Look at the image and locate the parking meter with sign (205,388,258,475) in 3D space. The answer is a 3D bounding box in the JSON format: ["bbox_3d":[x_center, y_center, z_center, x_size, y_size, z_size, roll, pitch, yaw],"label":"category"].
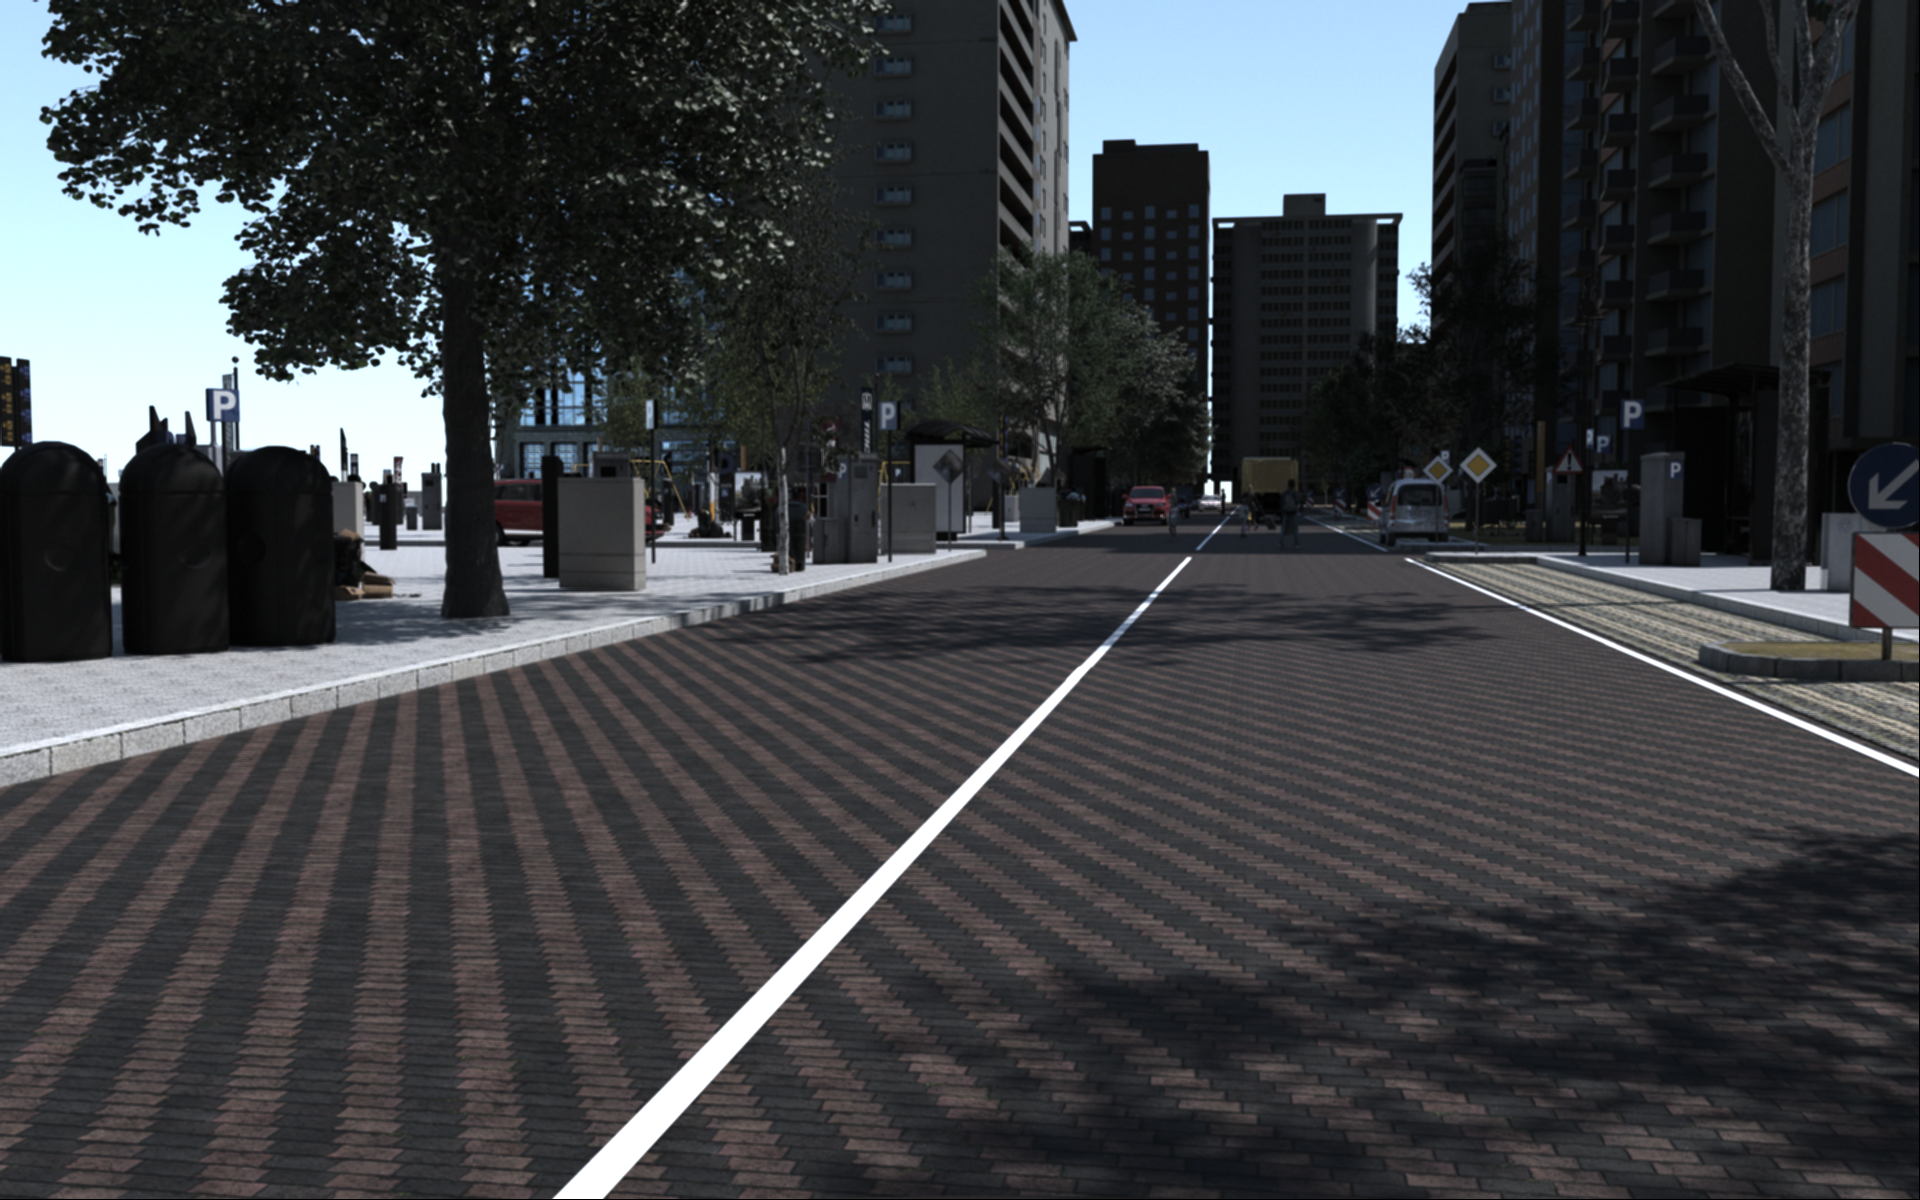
[{"bbox_3d":[-11.542,-1.954,28.208,1.738,3.016,0.543,3,4,38],"label":"parking meter with sign"}]

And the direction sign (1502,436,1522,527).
[{"bbox_3d":[21.479,-4.615,67.446,0.379,3.537,0.876,-2,4,-35],"label":"direction sign"}]

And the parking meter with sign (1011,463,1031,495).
[{"bbox_3d":[3.633,-6.082,95.700,0.543,3.016,1.738,-3,5,-42],"label":"parking meter with sign"}]

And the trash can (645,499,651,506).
[{"bbox_3d":[-8.979,-2.240,48.278,0.748,1.137,0.748,0,3,0],"label":"trash can"}]

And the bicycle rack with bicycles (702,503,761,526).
[{"bbox_3d":[-9.402,-3.558,71.558,2.852,0.926,2.925,-1,4,-17],"label":"bicycle rack with bicycles"}]

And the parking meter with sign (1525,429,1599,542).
[{"bbox_3d":[16.043,-3.061,46.303,1.738,3.016,0.543,0,4,-8],"label":"parking meter with sign"}]

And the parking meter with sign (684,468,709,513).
[{"bbox_3d":[-17.441,-7.292,115.490,1.738,3.016,0.543,1,4,9],"label":"parking meter with sign"}]

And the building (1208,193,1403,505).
[{"bbox_3d":[44.812,-32.716,226.793,23.993,40.220,32.217,1,4,9],"label":"building"}]

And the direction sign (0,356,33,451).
[{"bbox_3d":[-15.697,-2.254,28.843,0.379,3.537,0.876,0,4,2],"label":"direction sign"}]

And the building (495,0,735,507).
[{"bbox_3d":[-32.860,-53.106,180.952,31.000,86.520,22.319,1,4,9],"label":"building"}]

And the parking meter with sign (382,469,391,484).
[{"bbox_3d":[-40.506,-7.704,122.222,0.543,3.016,1.738,-2,4,-26],"label":"parking meter with sign"}]

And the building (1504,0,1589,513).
[{"bbox_3d":[46.955,-28.892,122.497,14.600,45.320,14.200,1,4,9],"label":"building"}]

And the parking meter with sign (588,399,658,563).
[{"bbox_3d":[-6.432,-2.167,31.690,1.738,3.016,0.543,-2,4,-25],"label":"parking meter with sign"}]

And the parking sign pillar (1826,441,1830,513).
[{"bbox_3d":[25.636,-3.874,51.814,1.447,3.967,1.447,2,4,35],"label":"parking sign pillar"}]

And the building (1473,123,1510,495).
[{"bbox_3d":[49.208,-22.336,136.898,14.160,30.474,14.107,1,4,9],"label":"building"}]

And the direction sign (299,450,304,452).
[{"bbox_3d":[-33.567,-5.952,89.312,0.876,3.537,0.379,-2,4,-23],"label":"direction sign"}]

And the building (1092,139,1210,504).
[{"bbox_3d":[24.555,-34.935,221.301,14.200,45.320,14.600,1,4,9],"label":"building"}]

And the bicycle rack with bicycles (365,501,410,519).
[{"bbox_3d":[-29.186,-4.582,88.293,2.852,0.926,2.925,0,4,4],"label":"bicycle rack with bicycles"}]

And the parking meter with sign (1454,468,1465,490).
[{"bbox_3d":[32.831,-7.302,115.649,1.738,3.016,0.543,-2,4,-27],"label":"parking meter with sign"}]

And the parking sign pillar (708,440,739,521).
[{"bbox_3d":[-11.193,-5.709,81.806,1.447,3.967,1.447,-2,4,-28],"label":"parking sign pillar"}]

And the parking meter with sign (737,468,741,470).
[{"bbox_3d":[-14.942,-7.307,115.733,0.543,3.016,1.738,-1,4,-14],"label":"parking meter with sign"}]

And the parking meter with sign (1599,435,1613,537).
[{"bbox_3d":[19.713,-3.395,51.767,1.738,3.016,0.543,-2,4,-35],"label":"parking meter with sign"}]

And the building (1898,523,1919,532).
[{"bbox_3d":[43.012,-24.758,59.422,28.867,44.769,22.147,1,4,9],"label":"building"}]

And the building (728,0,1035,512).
[{"bbox_3d":[-6.106,-31.215,134.074,21.300,48.544,21.600,1,4,9],"label":"building"}]

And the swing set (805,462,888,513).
[{"bbox_3d":[-4.676,-3.846,60.509,3.119,2.851,2.862,2,4,29],"label":"swing set"}]

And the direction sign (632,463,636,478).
[{"bbox_3d":[-23.644,-8.177,125.687,0.379,3.537,0.876,-2,4,-26],"label":"direction sign"}]

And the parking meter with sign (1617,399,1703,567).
[{"bbox_3d":[12.660,-2.141,31.267,0.543,3.016,1.738,-1,4,-20],"label":"parking meter with sign"}]

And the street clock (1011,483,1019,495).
[{"bbox_3d":[3.727,-6.890,117.215,0.471,2.002,0.358,-3,4,-37],"label":"street clock"}]

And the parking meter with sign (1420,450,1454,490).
[{"bbox_3d":[18.629,-4.431,68.704,1.738,3.016,0.543,-2,4,-27],"label":"parking meter with sign"}]

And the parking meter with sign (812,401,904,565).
[{"bbox_3d":[-1.932,-2.185,31.992,1.738,3.016,0.543,-3,5,-42],"label":"parking meter with sign"}]

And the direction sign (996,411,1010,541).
[{"bbox_3d":[1.196,-3.417,47.868,0.379,3.537,0.876,1,4,17],"label":"direction sign"}]

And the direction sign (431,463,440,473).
[{"bbox_3d":[-37.939,-8.160,125.420,0.379,3.537,0.876,2,4,27],"label":"direction sign"}]

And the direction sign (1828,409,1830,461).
[{"bbox_3d":[23.189,-3.326,46.379,0.379,3.537,0.876,1,4,22],"label":"direction sign"}]

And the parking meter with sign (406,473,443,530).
[{"bbox_3d":[-18.890,-4.015,61.904,1.738,3.016,0.543,-1,4,-13],"label":"parking meter with sign"}]

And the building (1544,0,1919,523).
[{"bbox_3d":[47.369,-27.223,99.715,22.147,44.769,28.867,1,4,9],"label":"building"}]

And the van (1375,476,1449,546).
[{"bbox_3d":[12.719,-2.546,48.640,2.013,2.044,4.112,1,4,9],"label":"van"}]

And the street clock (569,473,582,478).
[{"bbox_3d":[-12.958,-3.297,58.471,0.358,2.002,0.471,2,4,26],"label":"street clock"}]

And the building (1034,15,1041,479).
[{"bbox_3d":[-0.714,-30.661,151.418,14.600,45.320,14.200,1,4,9],"label":"building"}]

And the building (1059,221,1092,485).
[{"bbox_3d":[6.529,-33.091,232.925,23.993,40.220,32.217,1,4,9],"label":"building"}]

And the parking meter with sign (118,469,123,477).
[{"bbox_3d":[-58.952,-7.617,120.799,0.543,3.016,1.738,1,4,11],"label":"parking meter with sign"}]

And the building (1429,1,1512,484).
[{"bbox_3d":[57.629,-33.262,167.536,21.300,48.544,21.600,1,4,9],"label":"building"}]

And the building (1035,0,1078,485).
[{"bbox_3d":[-3.324,-35.823,174.944,27.495,52.752,28.713,1,4,9],"label":"building"}]

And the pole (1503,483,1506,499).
[{"bbox_3d":[34.835,-7.150,110.746,0.158,3.312,0.155,0,3,0],"label":"pole"}]

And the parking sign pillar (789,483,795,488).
[{"bbox_3d":[-11.482,-8.239,123.186,1.447,3.967,1.447,-2,4,-33],"label":"parking sign pillar"}]

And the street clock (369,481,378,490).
[{"bbox_3d":[-33.389,-5.756,98.681,0.471,2.002,0.358,1,4,21],"label":"street clock"}]

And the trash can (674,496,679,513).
[{"bbox_3d":[-19.875,-6.650,120.379,0.748,1.137,0.748,0,3,0],"label":"trash can"}]

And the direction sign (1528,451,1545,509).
[{"bbox_3d":[30.066,-6.018,90.398,0.379,3.537,0.876,-3,5,-44],"label":"direction sign"}]

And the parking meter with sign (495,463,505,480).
[{"bbox_3d":[-25.862,-6.197,97.577,0.543,3.016,1.738,-1,4,-18],"label":"parking meter with sign"}]

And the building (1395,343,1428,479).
[{"bbox_3d":[70.536,-22.986,220.868,28.899,21.520,27.650,1,4,9],"label":"building"}]

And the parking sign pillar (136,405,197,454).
[{"bbox_3d":[-24.556,-3.970,53.388,1.447,3.967,1.447,-1,4,-11],"label":"parking sign pillar"}]

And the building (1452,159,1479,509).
[{"bbox_3d":[50.158,-23.200,151.016,14.160,30.474,14.107,1,4,9],"label":"building"}]

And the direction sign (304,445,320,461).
[{"bbox_3d":[-29.606,-5.359,79.611,0.379,3.537,0.876,0,4,7],"label":"direction sign"}]

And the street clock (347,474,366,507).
[{"bbox_3d":[-22.042,-3.576,63.040,0.471,2.002,0.358,1,4,8],"label":"street clock"}]

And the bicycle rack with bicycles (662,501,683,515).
[{"bbox_3d":[-18.438,-5.808,108.339,2.852,0.926,2.925,-1,4,-14],"label":"bicycle rack with bicycles"}]
